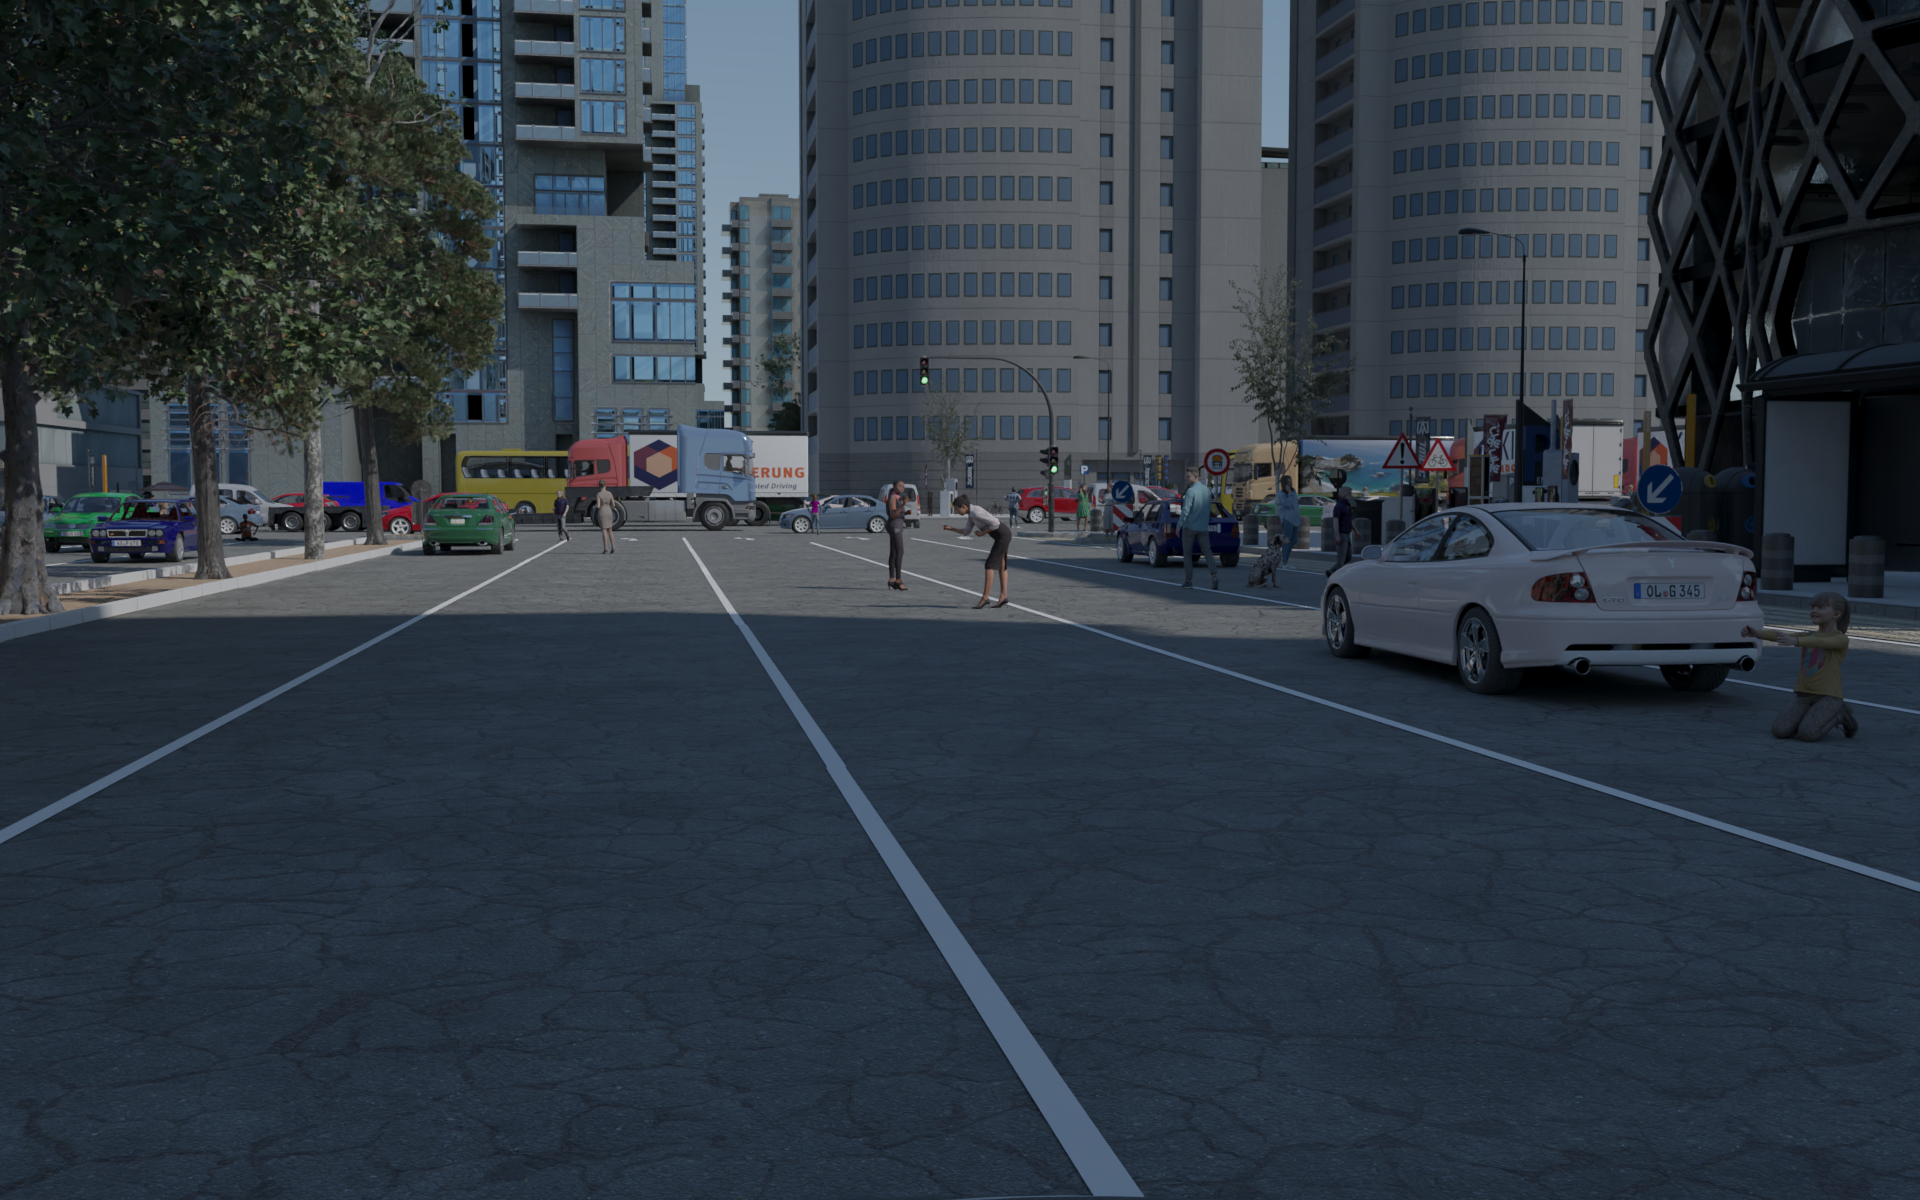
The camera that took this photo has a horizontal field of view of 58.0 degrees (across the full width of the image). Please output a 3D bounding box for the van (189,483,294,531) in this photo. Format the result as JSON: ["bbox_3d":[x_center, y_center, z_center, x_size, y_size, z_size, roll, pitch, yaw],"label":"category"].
[{"bbox_3d":[-28.128,-3.740,68.161,4.112,2.044,2.013,-1,4,-11],"label":"van"}]

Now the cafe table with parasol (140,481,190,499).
[{"bbox_3d":[-41.659,-5.253,90.748,2.610,1.966,2.610,1,4,14],"label":"cafe table with parasol"}]

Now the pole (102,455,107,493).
[{"bbox_3d":[-44.782,-5.925,90.711,0.158,3.312,0.155,0,3,0],"label":"pole"}]

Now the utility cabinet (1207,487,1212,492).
[{"bbox_3d":[6.993,-2.495,49.469,0.318,1.500,1.173,1,4,13],"label":"utility cabinet"}]

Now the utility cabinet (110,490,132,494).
[{"bbox_3d":[-50.219,-5.811,103.695,1.173,1.500,0.318,-2,4,-35],"label":"utility cabinet"}]

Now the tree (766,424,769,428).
[{"bbox_3d":[-19.429,-17.024,200.394,6.751,12.117,7.091,0,3,0],"label":"tree"}]

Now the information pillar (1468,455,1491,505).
[{"bbox_3d":[9.704,-1.707,32.409,0.304,2.012,0.304,3,5,42],"label":"information pillar"}]

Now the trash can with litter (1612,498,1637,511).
[{"bbox_3d":[19.273,-2.413,50.843,1.055,1.170,0.624,-2,4,-26],"label":"trash can with litter"}]

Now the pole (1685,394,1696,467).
[{"bbox_3d":[14.928,-2.544,35.432,0.158,3.312,0.155,0,3,0],"label":"pole"}]

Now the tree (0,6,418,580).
[{"bbox_3d":[-12.665,-6.374,28.729,6.751,12.117,7.091,0,3,0],"label":"tree"}]

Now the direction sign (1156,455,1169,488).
[{"bbox_3d":[11.751,-6.638,100.533,0.876,3.537,0.379,-2,4,-32],"label":"direction sign"}]

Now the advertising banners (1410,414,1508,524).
[{"bbox_3d":[10.976,-2.564,38.107,2.074,3.025,0.090,0,4,3],"label":"advertising banners"}]

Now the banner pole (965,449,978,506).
[{"bbox_3d":[0.697,-6.461,95.654,0.863,3.779,0.401,0,4,-5],"label":"banner pole"}]

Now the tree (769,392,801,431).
[{"bbox_3d":[-15.482,-15.528,175.937,6.751,12.117,7.091,0,3,0],"label":"tree"}]

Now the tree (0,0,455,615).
[{"bbox_3d":[-11.264,-6.183,20.563,9.611,12.733,9.660,0,3,0],"label":"tree"}]

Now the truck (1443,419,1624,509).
[{"bbox_3d":[22.951,-4.994,70.560,2.839,4.237,11.283,-1,4,-8],"label":"truck"}]

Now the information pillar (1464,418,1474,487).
[{"bbox_3d":[15.677,-3.794,53.391,0.183,3.616,0.504,3,5,40],"label":"information pillar"}]

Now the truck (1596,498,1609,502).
[{"bbox_3d":[32.317,-5.672,82.496,18.799,4.110,2.967,-1,4,-9],"label":"truck"}]

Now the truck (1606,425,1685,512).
[{"bbox_3d":[30.156,-5.037,71.264,2.839,4.237,11.283,-1,4,-8],"label":"truck"}]

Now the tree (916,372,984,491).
[{"bbox_3d":[-0.703,-9.504,105.760,4.360,8.622,3.978,0,3,0],"label":"tree"}]

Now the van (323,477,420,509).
[{"bbox_3d":[-28.789,-4.941,85.165,5.245,2.365,2.240,-1,4,-9],"label":"van"}]

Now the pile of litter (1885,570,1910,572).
[{"bbox_3d":[15.407,-0.928,29.139,1.176,0.858,1.719,-1,4,-14],"label":"pile of litter"}]

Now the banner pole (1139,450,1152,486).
[{"bbox_3d":[10.386,-6.575,97.517,0.863,3.779,0.401,0,4,3],"label":"banner pole"}]

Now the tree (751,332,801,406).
[{"bbox_3d":[-13.288,-18.785,163.027,12.611,20.169,13.585,0,3,0],"label":"tree"}]

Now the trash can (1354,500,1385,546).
[{"bbox_3d":[9.868,-1.843,41.785,0.748,1.137,0.748,0,3,0],"label":"trash can"}]

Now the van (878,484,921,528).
[{"bbox_3d":[-2.708,-4.072,73.581,2.013,2.044,4.112,-1,4,-9],"label":"van"}]

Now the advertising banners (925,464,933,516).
[{"bbox_3d":[-1.821,-6.397,100.783,0.090,3.025,2.074,-1,4,-11],"label":"advertising banners"}]

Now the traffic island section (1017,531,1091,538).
[{"bbox_3d":[3.066,-2.187,58.043,2.009,0.180,2.903,-1,4,-10],"label":"traffic island section"}]

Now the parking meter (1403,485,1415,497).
[{"bbox_3d":[12.301,-2.396,47.589,0.372,1.533,0.369,0,3,0],"label":"parking meter"}]

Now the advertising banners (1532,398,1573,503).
[{"bbox_3d":[11.204,-2.237,32.758,0.090,3.025,2.074,0,4,1],"label":"advertising banners"}]

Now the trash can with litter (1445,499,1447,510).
[{"bbox_3d":[31.290,-6.103,111.164,0.624,1.170,1.055,-2,4,-29],"label":"trash can with litter"}]

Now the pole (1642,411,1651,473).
[{"bbox_3d":[16.835,-2.976,42.505,0.158,3.312,0.155,0,3,0],"label":"pole"}]

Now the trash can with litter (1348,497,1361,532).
[{"bbox_3d":[13.247,-2.872,58.351,0.624,1.170,1.055,1,4,22],"label":"trash can with litter"}]

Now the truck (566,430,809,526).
[{"bbox_3d":[-12.449,-5.400,77.205,11.283,4.237,2.839,-1,4,-10],"label":"truck"}]

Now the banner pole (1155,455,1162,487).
[{"bbox_3d":[12.602,-7.359,110.333,0.401,3.779,0.863,-2,4,-29],"label":"banner pole"}]

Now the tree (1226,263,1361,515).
[{"bbox_3d":[10.248,-6.401,55.016,4.360,8.622,3.978,0,3,0],"label":"tree"}]

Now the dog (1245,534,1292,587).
[{"bbox_3d":[4.658,-0.609,26.789,0.513,0.831,0.800,-3,4,-39],"label":"dog"}]

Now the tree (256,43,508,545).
[{"bbox_3d":[-16.633,-8.468,48.338,7.806,13.903,7.818,0,3,0],"label":"tree"}]

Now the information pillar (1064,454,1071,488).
[{"bbox_3d":[6.233,-6.646,100.018,0.504,3.616,0.183,3,5,42],"label":"information pillar"}]

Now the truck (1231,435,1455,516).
[{"bbox_3d":[18.197,-5.812,83.934,11.283,4.237,2.839,-1,4,-11],"label":"truck"}]

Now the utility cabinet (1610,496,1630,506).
[{"bbox_3d":[23.614,-3.107,61.963,0.306,1.237,1.020,3,5,43],"label":"utility cabinet"}]

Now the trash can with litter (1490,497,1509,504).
[{"bbox_3d":[13.730,-1.943,42.823,2.233,1.210,1.678,-1,4,-9],"label":"trash can with litter"}]

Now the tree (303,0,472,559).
[{"bbox_3d":[-15.460,-10.982,37.904,12.611,20.169,13.585,0,3,0],"label":"tree"}]

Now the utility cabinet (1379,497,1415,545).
[{"bbox_3d":[10.917,-1.951,43.060,0.306,1.237,1.020,-3,5,-40],"label":"utility cabinet"}]

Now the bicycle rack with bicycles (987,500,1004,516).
[{"bbox_3d":[2.911,-5.479,102.966,2.852,0.926,2.925,1,4,20],"label":"bicycle rack with bicycles"}]

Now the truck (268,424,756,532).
[{"bbox_3d":[-16.654,-4.720,66.923,18.799,4.110,2.967,-1,4,-9],"label":"truck"}]

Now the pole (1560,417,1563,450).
[{"bbox_3d":[15.892,-3.165,45.587,0.158,3.312,0.155,0,3,0],"label":"pole"}]

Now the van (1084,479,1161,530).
[{"bbox_3d":[6.920,-3.703,67.559,4.112,2.044,2.013,-1,4,-8],"label":"van"}]
